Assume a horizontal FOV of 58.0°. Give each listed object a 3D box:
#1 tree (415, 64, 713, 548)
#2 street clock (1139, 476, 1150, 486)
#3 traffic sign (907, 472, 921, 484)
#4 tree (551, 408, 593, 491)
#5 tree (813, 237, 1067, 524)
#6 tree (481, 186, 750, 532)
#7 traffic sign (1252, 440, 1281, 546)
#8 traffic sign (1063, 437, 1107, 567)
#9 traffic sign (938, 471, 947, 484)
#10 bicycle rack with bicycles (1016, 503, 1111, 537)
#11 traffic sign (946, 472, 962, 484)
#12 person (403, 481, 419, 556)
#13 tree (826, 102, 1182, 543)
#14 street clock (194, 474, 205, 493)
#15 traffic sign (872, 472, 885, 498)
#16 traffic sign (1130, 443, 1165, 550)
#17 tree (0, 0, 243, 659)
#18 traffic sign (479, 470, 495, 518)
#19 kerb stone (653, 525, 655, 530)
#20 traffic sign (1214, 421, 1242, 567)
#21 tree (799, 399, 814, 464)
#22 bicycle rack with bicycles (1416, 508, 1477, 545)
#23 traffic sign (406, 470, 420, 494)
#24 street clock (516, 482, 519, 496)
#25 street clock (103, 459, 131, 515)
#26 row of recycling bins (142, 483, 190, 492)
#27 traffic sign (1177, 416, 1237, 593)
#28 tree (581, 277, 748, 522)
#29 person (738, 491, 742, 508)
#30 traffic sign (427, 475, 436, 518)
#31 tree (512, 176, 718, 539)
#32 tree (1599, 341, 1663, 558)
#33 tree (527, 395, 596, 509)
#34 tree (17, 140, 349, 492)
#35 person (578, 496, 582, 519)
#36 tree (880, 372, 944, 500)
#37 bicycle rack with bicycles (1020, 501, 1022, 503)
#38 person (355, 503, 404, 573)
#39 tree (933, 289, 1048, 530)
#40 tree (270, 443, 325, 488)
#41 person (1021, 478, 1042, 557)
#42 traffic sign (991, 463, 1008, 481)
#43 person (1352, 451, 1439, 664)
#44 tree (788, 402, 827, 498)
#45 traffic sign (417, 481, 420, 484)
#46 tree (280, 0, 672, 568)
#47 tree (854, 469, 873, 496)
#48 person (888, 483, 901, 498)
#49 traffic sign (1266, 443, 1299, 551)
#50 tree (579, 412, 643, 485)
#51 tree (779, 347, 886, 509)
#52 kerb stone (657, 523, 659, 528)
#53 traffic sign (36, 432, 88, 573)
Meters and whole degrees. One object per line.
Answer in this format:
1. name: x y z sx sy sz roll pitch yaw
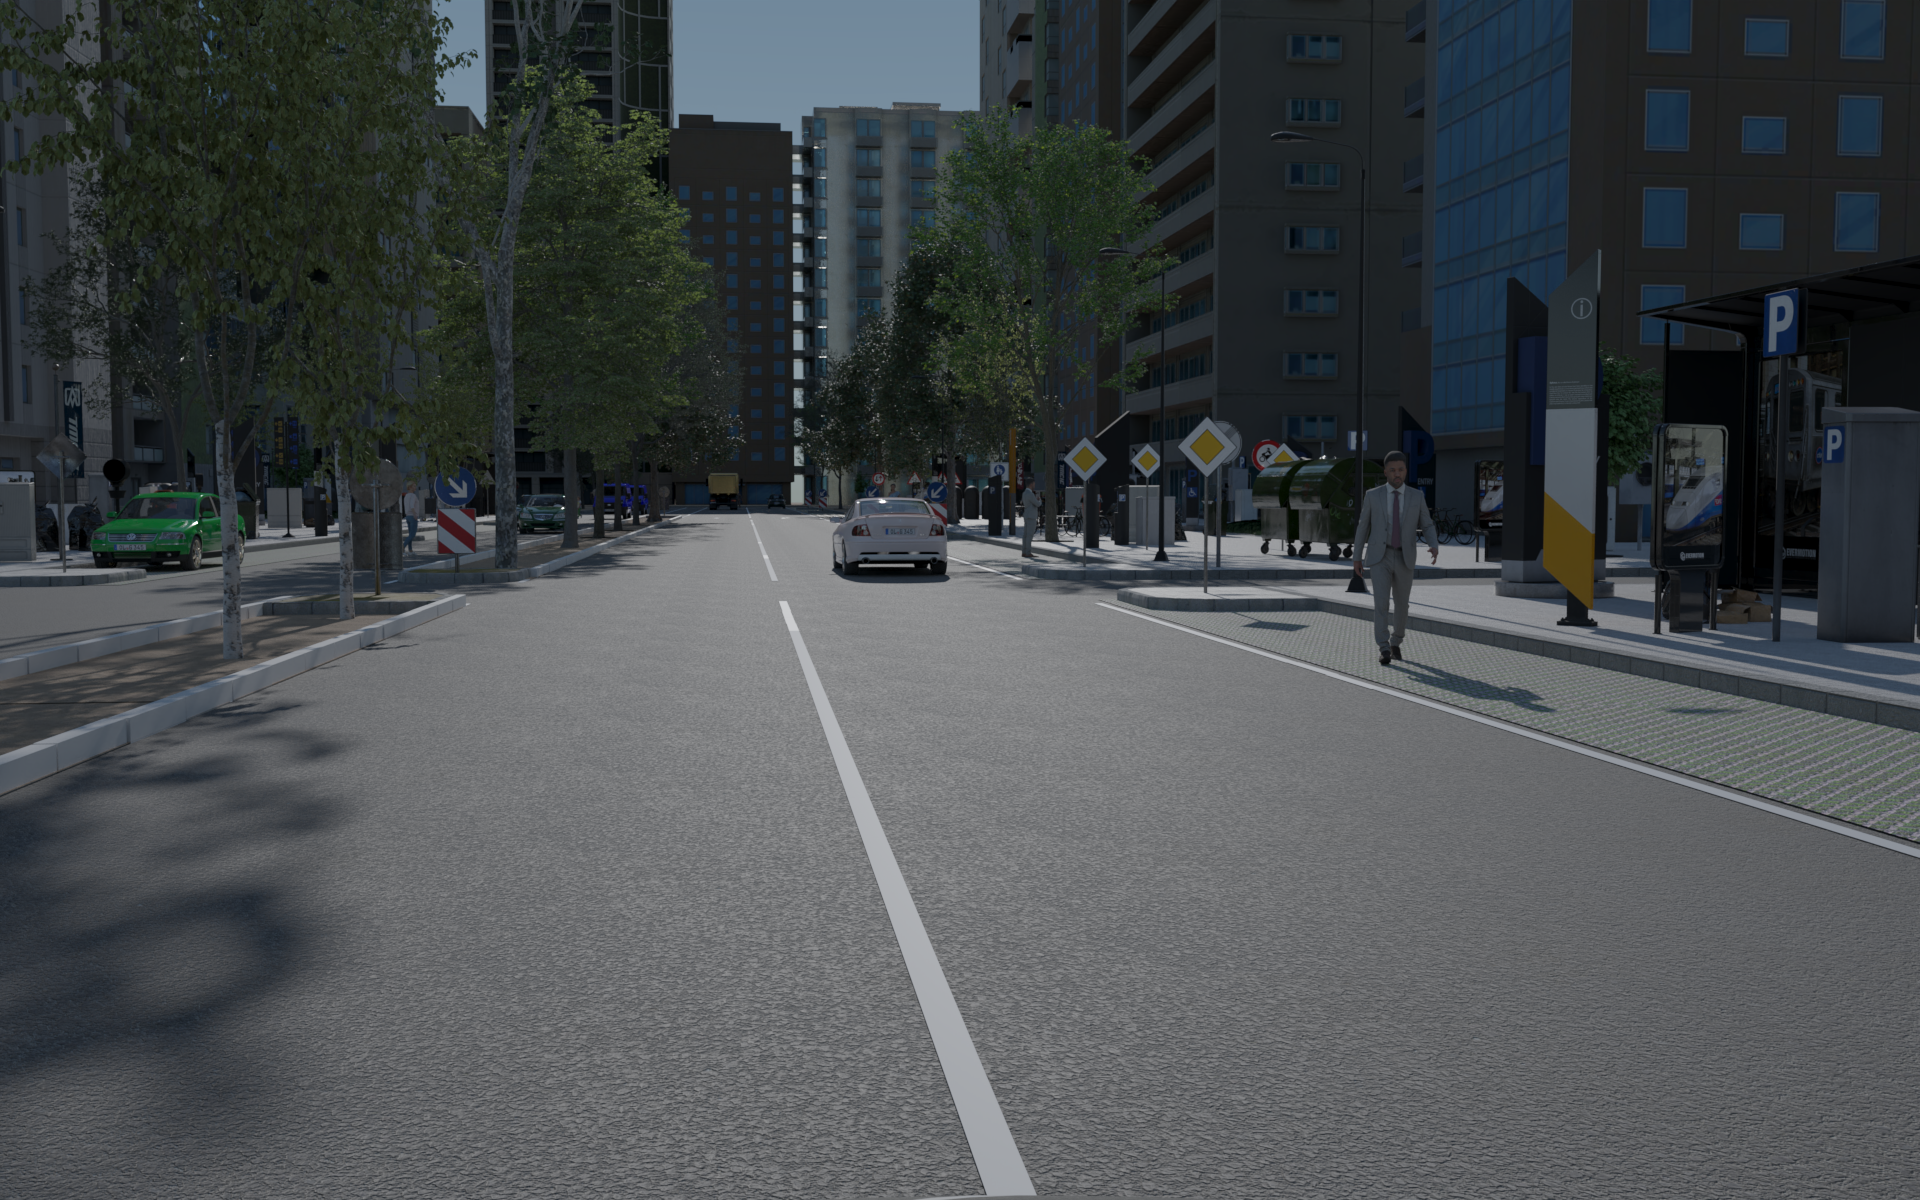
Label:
1. tree: -10.489 -7.671 46.011 7.486 12.596 7.792 0 3 0
2. street clock: 7.328 -3.952 69.189 0.358 2.002 0.471 -3 4 -37
3. traffic sign: -2.469 -5.783 94.550 0.884 2.594 0.081 0 4 -2
4. tree: -30.673 -11.510 138.544 4.360 8.622 3.978 0 3 0
5. tree: -0.373 -9.649 74.775 9.611 12.733 9.660 0 3 0
6. tree: -13.128 -9.381 66.201 12.009 13.543 11.850 0 3 0
7. traffic sign: 7.224 -2.482 40.680 0.768 2.556 0.104 0 4 1
8. traffic sign: 2.183 -1.633 30.341 0.795 2.450 0.064 0 4 -7
9. traffic sign: -0.964 -5.749 93.993 0.884 2.594 0.081 0 4 -3
10. bicycle rack with bicycles: 3.693 -2.411 52.802 2.852 0.926 2.925 -2 4 -33
11. traffic sign: -0.322 -5.675 92.795 0.884 2.594 0.081 0 4 -5
12. person: -12.738 -1.887 40.022 0.731 1.740 0.598 3 5 39
13. tree: 2.365 -7.366 46.188 9.928 11.665 9.643 0 3 0
14. street clock: -27.024 -3.486 61.569 0.358 2.002 0.471 -2 4 -29
15. traffic sign: -4.721 -6.148 100.623 0.768 2.556 0.104 0 4 -4
16. traffic sign: 4.279 -2.350 39.609 0.795 2.450 0.064 0 4 -5
17. tree: -6.227 -3.773 14.514 4.737 8.622 4.395 0 3 0
18. traffic sign: -25.416 -5.699 93.190 0.884 2.594 0.081 0 4 -6
19. kerb stone: -12.145 -2.795 67.899 0.120 0.150 1.000 0 4 -7
20. traffic sign: 4.532 -1.847 30.306 0.768 2.556 0.104 0 4 -4
21. tree: -5.361 -12.061 114.208 9.611 12.733 9.660 0 3 0
22. bicycle rack with bicycles: 12.256 -1.906 44.540 2.852 0.926 2.925 -2 4 -28
23. traffic sign: -28.942 -5.603 91.715 0.768 2.556 0.104 0 4 -3
24. street clock: -24.849 -5.631 96.642 0.471 2.002 0.358 -1 4 -13
25. street clock: -17.371 -1.905 35.720 0.471 2.002 0.358 0 4 -2
26. row of recycling bins: -30.527 -3.627 66.409 1.069 1.692 3.534 -3 5 -44
27. traffic sign: 3.184 -1.148 22.418 0.795 2.450 0.064 0 4 -7
28. tree: -15.761 -10.372 89.053 9.611 12.733 9.660 0 3 0
29. person: -23.030 -10.442 179.773 0.990 1.755 0.434 1 4 18
30. traffic sign: -28.185 -5.669 92.797 0.768 2.556 0.104 0 4 -4
31. tree: -11.500 -7.775 55.328 9.928 11.665 9.643 0 3 0
32. tree: 12.939 -3.162 35.406 4.285 4.588 4.351 0 3 0
33. tree: -32.613 -13.135 149.166 8.767 10.594 7.601 -2 4 -31
34. tree: -19.880 -6.723 44.332 8.767 10.594 7.601 -1 4 -13
35. person: -22.052 -5.357 100.330 0.306 1.304 0.590 1 4 21
36. tree: -2.055 -8.402 87.738 4.737 8.622 4.395 0 3 0
37. bicycle rack with bicycles: 3.529 -3.002 62.467 2.852 0.926 2.925 1 4 9
38. person: -10.373 -1.377 30.992 0.713 1.824 0.794 2 4 35
39. tree: 1.263 -6.790 61.373 4.360 8.622 3.978 0 3 0
40. tree: -38.230 -7.072 99.348 4.285 4.588 4.351 0 3 0
41. person: 1.637 -1.860 39.097 0.466 1.800 0.511 -2 4 -29
42. traffic sign: 1.273 -3.296 56.023 0.606 2.300 0.079 0 4 -2
43. person: 3.678 -0.360 14.666 0.678 1.792 0.850 0 4 8
44. tree: -14.360 -15.594 180.713 9.928 11.665 9.643 0 3 0
45. traffic sign: -29.498 -5.712 93.504 0.768 2.556 0.104 0 4 -4
46. tree: -10.012 -10.701 33.310 12.611 20.169 13.585 0 3 0
47. tree: -7.566 -8.310 130.463 1.663 3.219 1.824 0 3 0
48. person: -2.350 -3.203 60.956 0.616 1.811 0.778 2 4 26
49. traffic sign: 7.271 -2.312 38.987 0.795 2.450 0.064 0 4 -3
50. tree: -35.957 -16.674 179.268 9.857 13.997 8.962 0 3 0
51. tree: -10.198 -14.366 145.248 12.009 13.543 11.850 0 3 0
52. kerb stone: -12.535 -2.979 70.947 0.120 0.150 1.000 0 4 -7
53. traffic sign: -14.631 -1.505 28.245 0.795 2.450 0.064 0 4 -7
